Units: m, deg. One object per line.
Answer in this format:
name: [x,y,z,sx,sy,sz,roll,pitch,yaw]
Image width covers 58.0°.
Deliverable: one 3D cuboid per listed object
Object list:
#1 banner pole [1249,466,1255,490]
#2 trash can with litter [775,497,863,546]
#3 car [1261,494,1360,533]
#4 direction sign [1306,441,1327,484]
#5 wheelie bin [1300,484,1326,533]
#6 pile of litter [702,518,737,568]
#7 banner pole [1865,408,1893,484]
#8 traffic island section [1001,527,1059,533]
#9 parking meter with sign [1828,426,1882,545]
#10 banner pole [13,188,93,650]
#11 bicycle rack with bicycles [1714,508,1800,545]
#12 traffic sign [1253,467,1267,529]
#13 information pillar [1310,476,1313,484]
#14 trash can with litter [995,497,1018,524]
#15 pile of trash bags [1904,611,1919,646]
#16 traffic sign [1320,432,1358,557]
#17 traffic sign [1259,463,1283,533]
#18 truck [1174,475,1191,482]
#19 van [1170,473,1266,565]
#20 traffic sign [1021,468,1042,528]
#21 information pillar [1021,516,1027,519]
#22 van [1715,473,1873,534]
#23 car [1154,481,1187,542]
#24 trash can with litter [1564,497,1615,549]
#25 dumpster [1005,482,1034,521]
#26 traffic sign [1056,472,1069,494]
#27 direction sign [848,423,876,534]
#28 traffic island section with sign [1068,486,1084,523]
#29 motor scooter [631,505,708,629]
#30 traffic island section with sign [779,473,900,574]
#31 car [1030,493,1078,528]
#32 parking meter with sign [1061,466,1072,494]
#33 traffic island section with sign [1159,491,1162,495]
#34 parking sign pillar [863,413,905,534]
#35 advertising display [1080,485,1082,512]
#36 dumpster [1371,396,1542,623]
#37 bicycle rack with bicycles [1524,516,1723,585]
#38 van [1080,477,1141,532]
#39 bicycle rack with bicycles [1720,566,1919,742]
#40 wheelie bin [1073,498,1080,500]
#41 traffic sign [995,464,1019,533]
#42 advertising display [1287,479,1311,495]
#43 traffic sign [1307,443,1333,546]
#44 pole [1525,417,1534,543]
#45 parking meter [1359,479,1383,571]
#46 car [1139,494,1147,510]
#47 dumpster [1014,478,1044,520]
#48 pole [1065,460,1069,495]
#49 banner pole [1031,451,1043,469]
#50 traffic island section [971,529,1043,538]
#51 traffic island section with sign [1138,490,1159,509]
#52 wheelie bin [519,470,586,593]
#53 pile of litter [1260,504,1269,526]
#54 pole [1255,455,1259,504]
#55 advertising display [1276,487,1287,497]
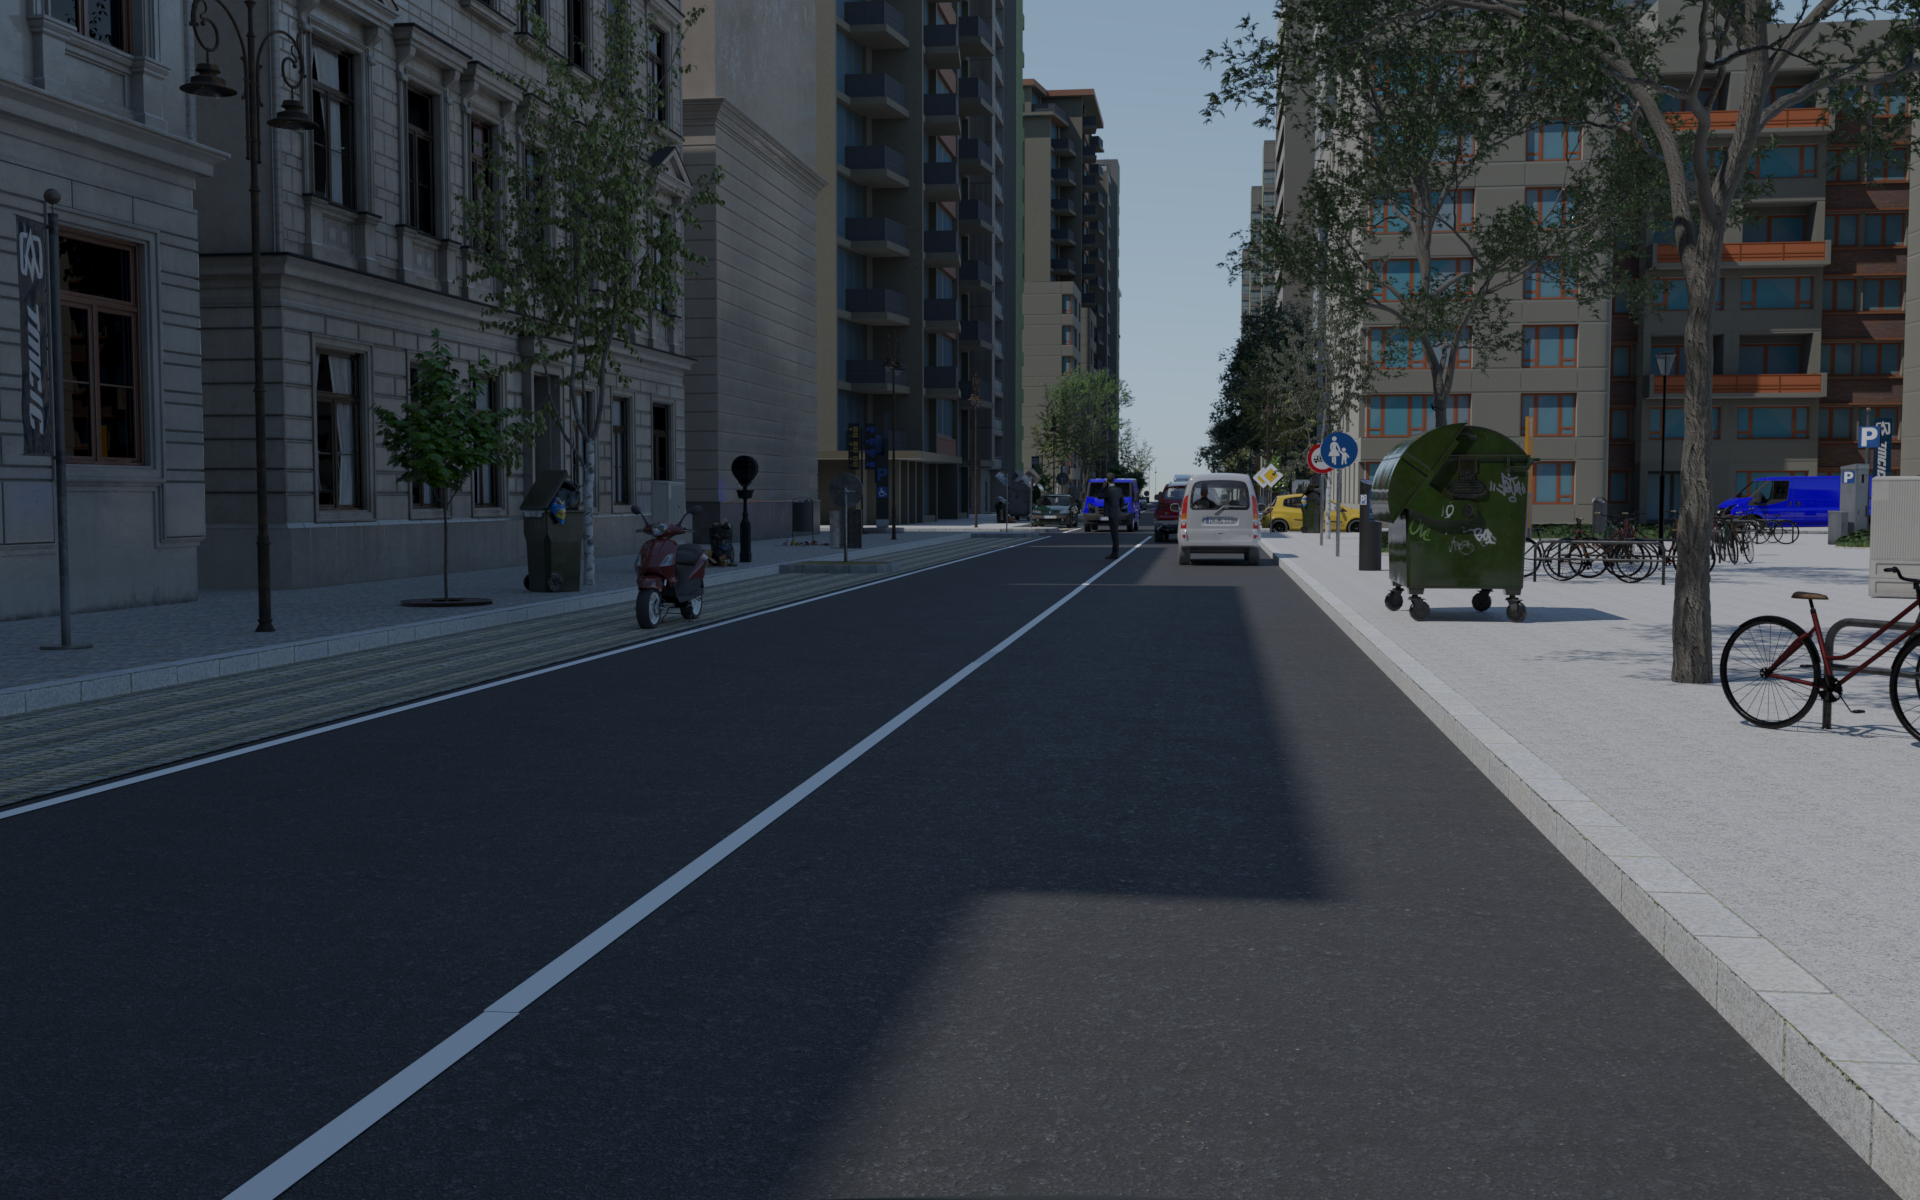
banner pole: [21.265,-8.321,126.065,0.863,3.779,0.401,1,4,9]
trash can with litter: [-3.527,-1.969,43.249,2.233,1.210,1.678,-1,4,-9]
car: [12.294,-2.992,59.141,3.980,1.641,2.015,1,4,9]
direction sign: [15.205,-5.009,73.894,0.876,3.537,0.379,0,4,2]
wheelie bin: [11.588,-2.984,56.692,0.693,1.594,0.980,3,5,43]
pile of litter: [-4.506,-1.035,30.884,1.176,0.858,1.719,0,4,5]
banner pole: [26.476,-3.674,50.090,0.863,3.779,0.401,2,4,31]
traffic island section: [2.672,-2.649,65.597,2.009,0.180,2.903,1,4,8]
parking meter with sign: [22.727,-2.924,44.067,1.738,3.016,0.543,-3,4,-38]
banner pole: [-7.426,-1.471,14.071,0.401,3.779,0.863,0,4,-3]
bicycle rack with bicycles: [20.447,-1.937,45.058,2.852,0.926,2.925,-2,4,-35]
traffic sign: [11.251,-3.709,64.289,0.795,2.450,0.064,1,4,8]
information pillar: [17.440,-5.785,85.937,0.183,3.616,0.504,1,4,17]
trash can with litter: [2.053,-3.938,75.779,1.055,1.170,0.624,3,4,37]
pile of trash bags: [9.846,-0.304,14.728,3.447,1.369,1.912,-2,4,-28]
traffic sign: [7.742,-2.160,35.429,0.768,2.556,0.104,1,4,18]
traffic sign: [10.116,-3.226,56.384,0.795,2.450,0.064,1,4,8]
truck: [31.438,-15.552,244.031,2.967,4.110,18.799,0,4,8]
van: [5.415,-1.791,36.295,2.013,2.044,4.112,0,4,8]
traffic sign: [2.697,-3.785,65.532,0.795,2.450,0.064,1,4,8]
information pillar: [3.363,-5.288,90.954,0.304,2.012,0.304,1,4,14]
van: [28.449,-3.326,58.765,5.245,2.365,2.240,0,4,7]
car: [7.089,-2.734,53.369,2.281,1.827,5.304,1,4,9]
trash can with litter: [14.917,-1.847,41.251,2.233,1.210,1.678,-3,4,-38]
dumpster: [2.808,-4.663,81.994,1.264,1.857,1.865,1,4,8]
traffic sign: [5.976,-6.176,101.086,0.768,2.556,0.104,1,4,12]
direction sign: [-3.133,-3.878,55.407,0.876,3.537,0.379,0,4,-8]
traffic island section with sign: [5.834,-4.830,87.590,1.989,1.847,2.006,1,4,8]
motor scooter: [-3.173,-0.385,19.064,0.815,1.314,1.986,1,4,9]
traffic island section with sign: [-2.161,-1.428,31.983,1.989,1.847,2.006,1,4,8]
car: [4.048,-3.914,73.784,2.009,1.686,4.222,1,4,9]
parking meter with sign: [6.487,-6.646,104.926,0.543,3.016,1.738,0,4,-3]
traffic island section with sign: [28.586,-14.529,246.178,1.989,1.847,2.006,1,4,8]
parking sign pillar: [-2.549,-4.181,56.835,1.447,3.967,1.447,0,4,-2]
advertising display: [8.995,-7.488,127.646,0.123,1.923,0.974,1,4,11]
dumpster: [5.142,-0.953,18.079,1.502,2.255,1.985,1,4,8]
bicycle rack with bicycles: [9.513,-0.757,25.757,2.925,0.926,2.852,2,4,31]
van: [5.896,-3.833,67.051,2.240,2.365,5.245,1,4,9]
bicycle rack with bicycles: [5.842,0.281,8.796,2.852,0.926,2.925,-1,4,-23]
wheelie bin: [8.481,-7.314,127.492,0.693,1.594,0.980,1,4,8]
traffic sign: [1.562,-3.302,57.628,0.795,2.450,0.064,1,4,8]
advertising display: [14.404,-4.166,73.332,0.974,1.923,0.123,-1,4,-23]
traffic sign: [9.011,-2.629,43.097,0.768,2.556,0.104,1,4,9]
pole: [14.992,-3.170,45.680,0.158,3.312,0.155,0,3,0]
parking meter: [6.872,-1.258,28.985,0.372,1.533,0.369,0,3,0]
car: [15.819,-8.776,155.489,2.014,1.417,4.499,0,4,6]
dumpster: [3.266,-4.994,84.142,1.502,2.255,1.985,1,4,8]
pole: [6.392,-6.707,103.507,0.158,3.312,0.155,0,3,0]
banner pole: [4.548,-6.774,100.766,0.863,3.779,0.401,0,4,8]
traffic island section: [1.538,-2.166,57.693,2.009,0.180,2.903,1,4,8]
traffic island section with sign: [20.623,-11.134,190.675,1.989,1.847,2.006,1,4,8]
wheelie bin: [-5.360,-0.914,22.846,0.693,1.594,0.980,-3,5,-44]
pile of litter: [12.494,-3.433,70.098,1.176,0.858,1.719,1,4,14]
pole: [15.455,-5.889,90.135,0.158,3.312,0.155,0,3,0]
advertising display: [17.078,-5.302,91.908,0.123,1.923,0.974,3,5,41]
